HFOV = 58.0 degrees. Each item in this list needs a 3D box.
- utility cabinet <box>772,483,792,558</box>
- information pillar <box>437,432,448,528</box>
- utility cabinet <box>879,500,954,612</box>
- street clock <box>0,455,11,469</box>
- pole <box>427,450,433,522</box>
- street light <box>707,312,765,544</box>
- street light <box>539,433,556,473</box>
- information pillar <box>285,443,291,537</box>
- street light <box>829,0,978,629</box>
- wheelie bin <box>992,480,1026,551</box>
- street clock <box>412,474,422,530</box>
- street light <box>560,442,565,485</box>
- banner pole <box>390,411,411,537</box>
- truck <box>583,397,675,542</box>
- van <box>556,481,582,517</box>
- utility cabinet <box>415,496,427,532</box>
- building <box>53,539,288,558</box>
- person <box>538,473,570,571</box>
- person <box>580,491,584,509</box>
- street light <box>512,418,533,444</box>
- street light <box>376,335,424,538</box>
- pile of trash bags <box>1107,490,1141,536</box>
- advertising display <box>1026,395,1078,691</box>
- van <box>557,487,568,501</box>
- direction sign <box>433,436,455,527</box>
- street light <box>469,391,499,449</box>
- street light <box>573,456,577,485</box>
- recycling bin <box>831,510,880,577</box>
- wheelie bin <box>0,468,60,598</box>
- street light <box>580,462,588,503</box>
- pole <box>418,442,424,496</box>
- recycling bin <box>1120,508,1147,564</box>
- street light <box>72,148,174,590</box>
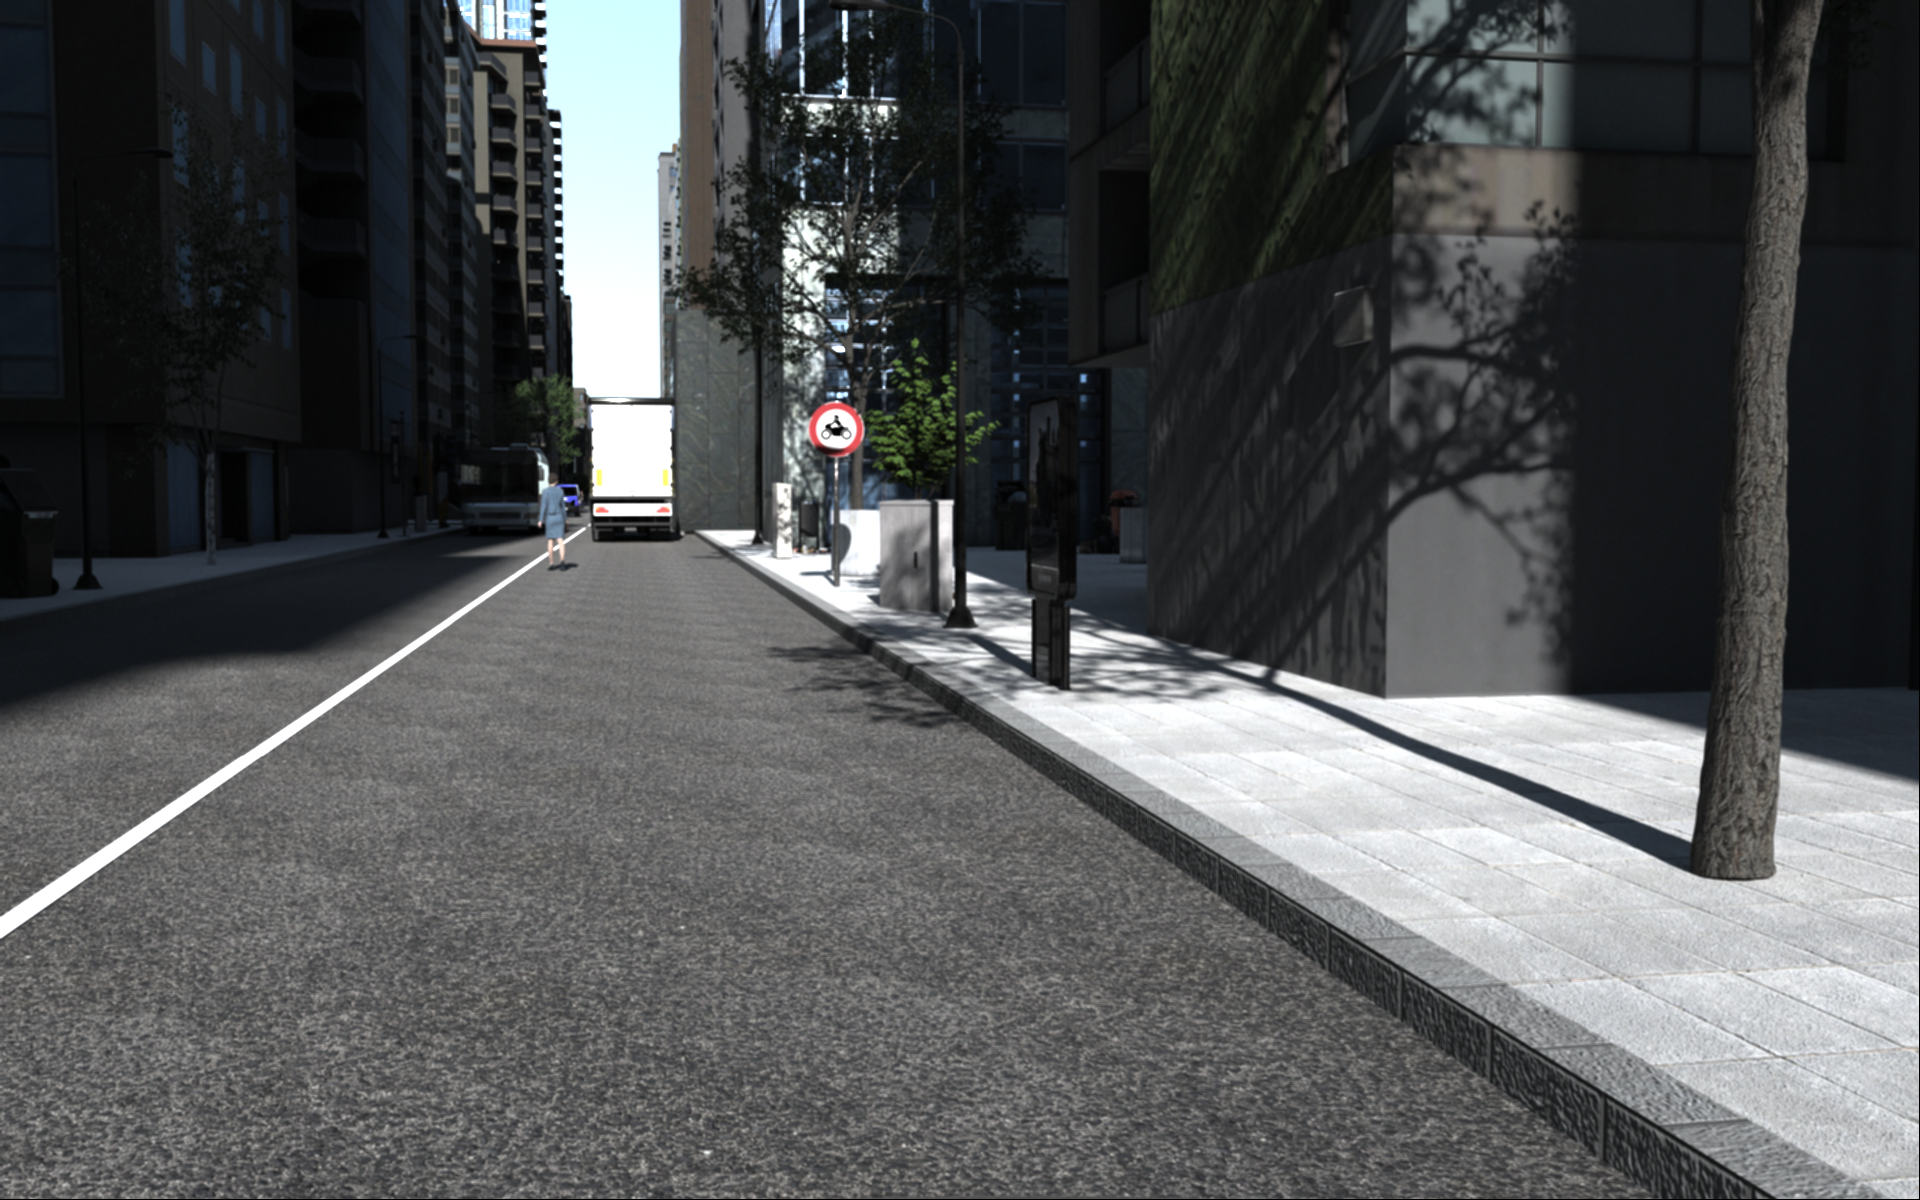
[{"bbox_3d":[-3.552,-1.590,34.681,0.318,1.500,1.173,-1,4,-10],"label":"utility cabinet"},{"bbox_3d":[-19.469,-4.515,65.169,0.183,3.616,0.504,1,4,20],"label":"information pillar"},{"bbox_3d":[-0.500,-0.499,19.327,0.306,1.237,1.020,-3,4,-38],"label":"utility cabinet"},{"bbox_3d":[-17.477,-1.641,31.408,0.471,2.002,0.358,-3,5,-41],"label":"street clock"},{"bbox_3d":[-24.267,-5.226,79.290,0.158,3.312,0.155,0,3,0],"label":"pole"},{"bbox_3d":[-5.707,-4.372,44.023,1.470,5.913,1.316,-1,4,-11],"label":"street light"},{"bbox_3d":[-31.587,-9.778,132.419,1.470,5.913,1.316,-1,4,-11],"label":"street light"},{"bbox_3d":[-20.187,-3.680,51.522,0.183,3.616,0.504,1,4,17],"label":"information pillar"},{"bbox_3d":[-0.529,-2.683,16.406,1.470,5.913,1.316,-1,4,-11],"label":"street light"},{"bbox_3d":[1.165,-1.929,39.454,0.980,1.594,0.693,2,4,28],"label":"wheelie bin"},{"bbox_3d":[-19.507,-3.528,62.247,0.358,2.002,0.471,0,4,-8],"label":"street clock"},{"bbox_3d":[-35.748,-11.080,153.695,1.470,5.913,1.316,-1,4,-11],"label":"street light"},{"bbox_3d":[-16.826,-3.787,51.936,0.401,3.779,0.863,1,4,15],"label":"banner pole"},{"bbox_3d":[-10.669,-4.083,55.671,2.839,4.237,11.283,-1,4,-12],"label":"truck"},{"bbox_3d":[-24.993,-6.420,109.345,2.240,2.365,5.245,-1,4,-11],"label":"van"},{"bbox_3d":[-18.165,-2.887,58.364,0.306,1.237,1.020,-1,4,-13],"label":"utility cabinet"},{"bbox_3d":[-23.845,-23.777,38.864,14.600,45.320,14.200,-1,4,-11],"label":"building"},{"bbox_3d":[-7.577,-1.456,32.327,0.581,1.822,0.654,-1,4,-21],"label":"person"},{"bbox_3d":[-37.209,-9.833,169.792,0.750,1.759,0.617,2,4,25],"label":"person"},{"bbox_3d":[-26.571,-8.105,105.059,1.470,5.913,1.316,-1,4,-11],"label":"street light"},{"bbox_3d":[-16.306,-4.766,50.470,1.470,5.913,1.316,-1,4,-11],"label":"street light"},{"bbox_3d":[4.495,-1.525,34.693,3.447,1.369,1.912,-2,4,-27],"label":"pile of trash bags"},{"bbox_3d":[0.611,-0.397,11.709,0.123,1.923,0.974,-1,4,-11],"label":"advertising display"},{"bbox_3d":[-22.520,-5.375,94.900,2.013,2.044,4.112,-1,4,-12],"label":"van"},{"bbox_3d":[-20.010,-4.604,67.267,0.876,3.537,0.379,-3,4,-39],"label":"direction sign"},{"bbox_3d":[-21.437,-6.444,77.903,1.470,5.913,1.316,-1,4,-11],"label":"street light"},{"bbox_3d":[-40.967,-12.767,181.283,1.470,5.913,1.316,-1,4,-11],"label":"street light"},{"bbox_3d":[-1.540,-0.896,27.201,0.722,1.027,0.722,3,5,44],"label":"recycling bin"},{"bbox_3d":[-11.717,-0.833,21.522,0.693,1.594,0.980,1,4,12],"label":"wheelie bin"},{"bbox_3d":[-45.938,-14.429,208.453,1.470,5.913,1.316,-1,4,-11],"label":"street light"},{"bbox_3d":[-21.154,-4.533,67.955,0.158,3.312,0.155,0,3,0],"label":"pole"},{"bbox_3d":[3.458,-1.202,32.211,0.722,1.027,0.722,-2,4,-34],"label":"recycling bin"},{"bbox_3d":[-11.252,-3.105,23.315,1.470,5.913,1.316,-1,4,-11],"label":"street light"}]
